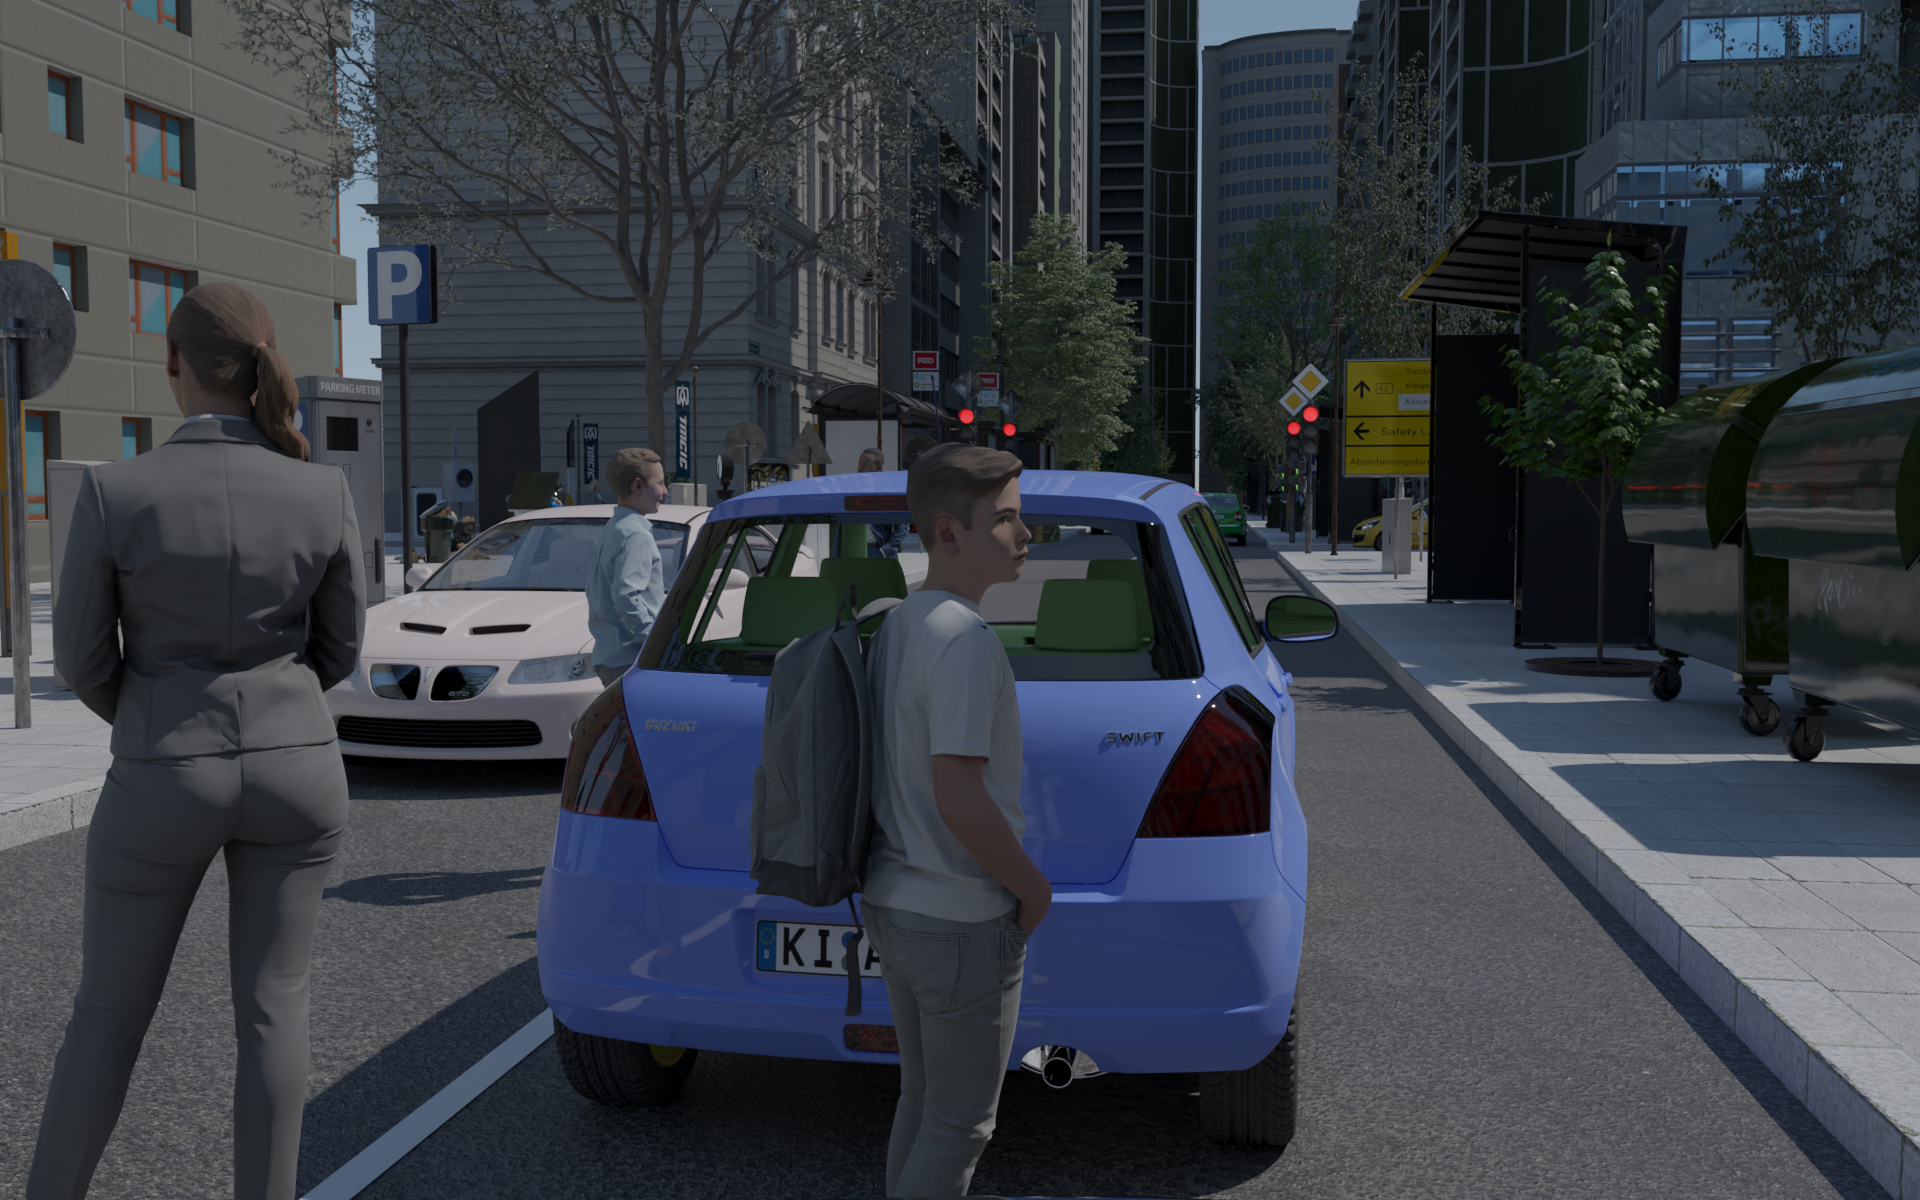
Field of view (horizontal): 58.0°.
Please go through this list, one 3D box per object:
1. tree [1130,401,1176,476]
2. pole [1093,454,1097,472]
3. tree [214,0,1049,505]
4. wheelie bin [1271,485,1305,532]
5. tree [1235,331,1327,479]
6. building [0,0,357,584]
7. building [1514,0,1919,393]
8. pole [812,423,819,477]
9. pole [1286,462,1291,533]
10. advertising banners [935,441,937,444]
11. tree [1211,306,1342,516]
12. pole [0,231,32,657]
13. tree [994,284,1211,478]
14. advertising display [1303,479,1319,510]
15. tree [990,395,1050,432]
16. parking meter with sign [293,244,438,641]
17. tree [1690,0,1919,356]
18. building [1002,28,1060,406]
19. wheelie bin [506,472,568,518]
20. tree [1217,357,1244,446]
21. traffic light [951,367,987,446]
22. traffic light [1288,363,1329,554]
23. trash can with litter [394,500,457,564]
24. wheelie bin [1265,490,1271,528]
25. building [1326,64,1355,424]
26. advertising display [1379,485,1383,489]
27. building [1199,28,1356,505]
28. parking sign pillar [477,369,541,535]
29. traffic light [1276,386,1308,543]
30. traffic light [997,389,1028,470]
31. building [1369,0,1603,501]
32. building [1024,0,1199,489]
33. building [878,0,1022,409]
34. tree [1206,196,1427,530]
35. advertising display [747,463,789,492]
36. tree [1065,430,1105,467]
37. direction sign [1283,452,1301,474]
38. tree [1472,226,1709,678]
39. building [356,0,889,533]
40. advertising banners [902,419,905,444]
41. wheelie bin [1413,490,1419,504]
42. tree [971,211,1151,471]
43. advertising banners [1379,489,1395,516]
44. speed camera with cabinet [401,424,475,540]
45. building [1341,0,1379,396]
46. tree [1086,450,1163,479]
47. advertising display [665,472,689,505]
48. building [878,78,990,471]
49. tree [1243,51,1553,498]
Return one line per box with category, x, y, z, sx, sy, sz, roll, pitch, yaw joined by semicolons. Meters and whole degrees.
tree;12.948;-10.809;127.089;4.737;8.622;4.395;0;3;0
pole;6.096;-5.169;78.355;0.158;3.312;0.155;0;3;0
tree;-3.767;-6.806;21.652;12.009;13.543;11.850;0;3;0
wheelie bin;11.190;-3.085;58.348;0.980;1.594;0.693;3;4;38
tree;14.681;-7.779;77.545;4.737;8.622;4.395;0;3;0
building;-28.209;-10.841;22.288;28.899;21.520;27.650;1;4;8
building;35.937;-45.644;58.946;31.000;86.520;22.319;1;4;8
pole;-4.172;-3.442;50.120;0.158;3.312;0.155;0;3;0
pole;10.760;-3.837;56.572;0.158;3.312;0.155;0;3;0
advertising banners;-1.495;-3.685;56.436;2.074;3.025;0.090;-3;5;-44
tree;18.164;-11.397;103.348;9.611;12.733;9.660;0;3;0
pole;-7.451;-1.207;13.581;0.158;3.312;0.155;0;3;0
tree;6.179;-10.582;90.016;9.611;12.733;9.660;0;3;0
advertising display;14.981;-4.214;74.108;0.974;1.923;0.123;-1;4;-22
tree;3.570;-9.136;99.738;4.360;8.622;3.978;0;3;0
parking meter with sign;-4.235;-0.932;11.500;0.543;3.016;1.738;1;4;22
tree;12.272;-4.522;24.301;4.360;8.622;3.978;0;3;0
building;0.999;-28.508;149.694;14.154;41.232;14.086;1;4;8
wheelie bin;-5.948;-1.008;24.396;0.980;1.594;0.693;1;4;17
tree;12.862;-7.390;71.195;4.360;8.622;3.978;0;3;0
traffic light;0.206;-3.019;38.287;0.839;4.253;0.868;1;4;8
traffic light;7.491;-2.955;37.230;0.839;4.253;0.868;1;4;8
trash can with litter;-9.902;-1.265;32.076;1.055;1.170;0.624;-2;4;-35
wheelie bin;11.895;-3.495;65.055;0.693;1.594;0.980;2;4;34
building;44.951;-32.213;176.798;14.600;45.320;14.200;1;4;8
advertising display;28.498;-6.861;117.397;0.123;1.923;0.974;2;4;28
building;44.489;-41.366;218.332;28.212;58.520;21.231;1;4;8
parking sign pillar;-9.756;-3.000;37.515;1.447;3.967;1.447;-1;4;-11
traffic light;8.659;-3.438;45.130;0.839;4.253;0.868;1;4;8
traffic light;1.374;-3.503;46.187;0.839;4.253;0.868;1;4;8
building;40.058;-42.203;128.272;20.563;71.187;20.611;1;4;8
building;19.830;-47.872;220.957;20.611;71.187;20.563;1;4;8
building;2.243;-45.327;179.352;20.611;71.187;20.563;1;4;8
tree;12.498;-8.310;61.631;9.928;11.665;9.643;0;3;0
advertising display;-3.959;-1.871;35.810;0.974;1.923;0.123;-3;5;-40
tree;7.806;-10.137;116.105;4.360;8.622;3.978;0;3;0
direction sign;16.703;-5.820;87.148;0.876;3.537;0.379;1;4;17
tree;4.781;-1.099;12.572;1.663;3.219;1.824;0;3;0
building;-11.250;-17.099;66.955;14.401;28.519;23.554;1;4;8
advertising banners;-2.055;-2.580;38.371;2.074;3.025;0.090;2;4;34
wheelie bin;22.432;-4.782;86.095;0.693;1.594;0.980;1;4;10
tree;3.943;-9.323;70.558;7.486;12.596;7.792;0;3;0
advertising banners;12.560;-3.374;51.354;0.090;3.025;2.074;3;5;44
speed camera with cabinet;-14.663;-3.323;48.667;0.660;3.252;2.038;3;5;40
building;45.928;-32.675;153.845;23.786;49.044;30.456;1;4;8
tree;9.105;-7.267;102.523;4.285;4.588;4.351;0;3;0
advertising display;-8.376;-2.783;50.711;0.974;1.923;0.123;-3;5;-40
building;-7.297;-16.814;93.977;14.314;24.678;30.058;1;4;8
tree;7.621;-4.826;29.267;4.360;8.622;3.978;0;3;0
